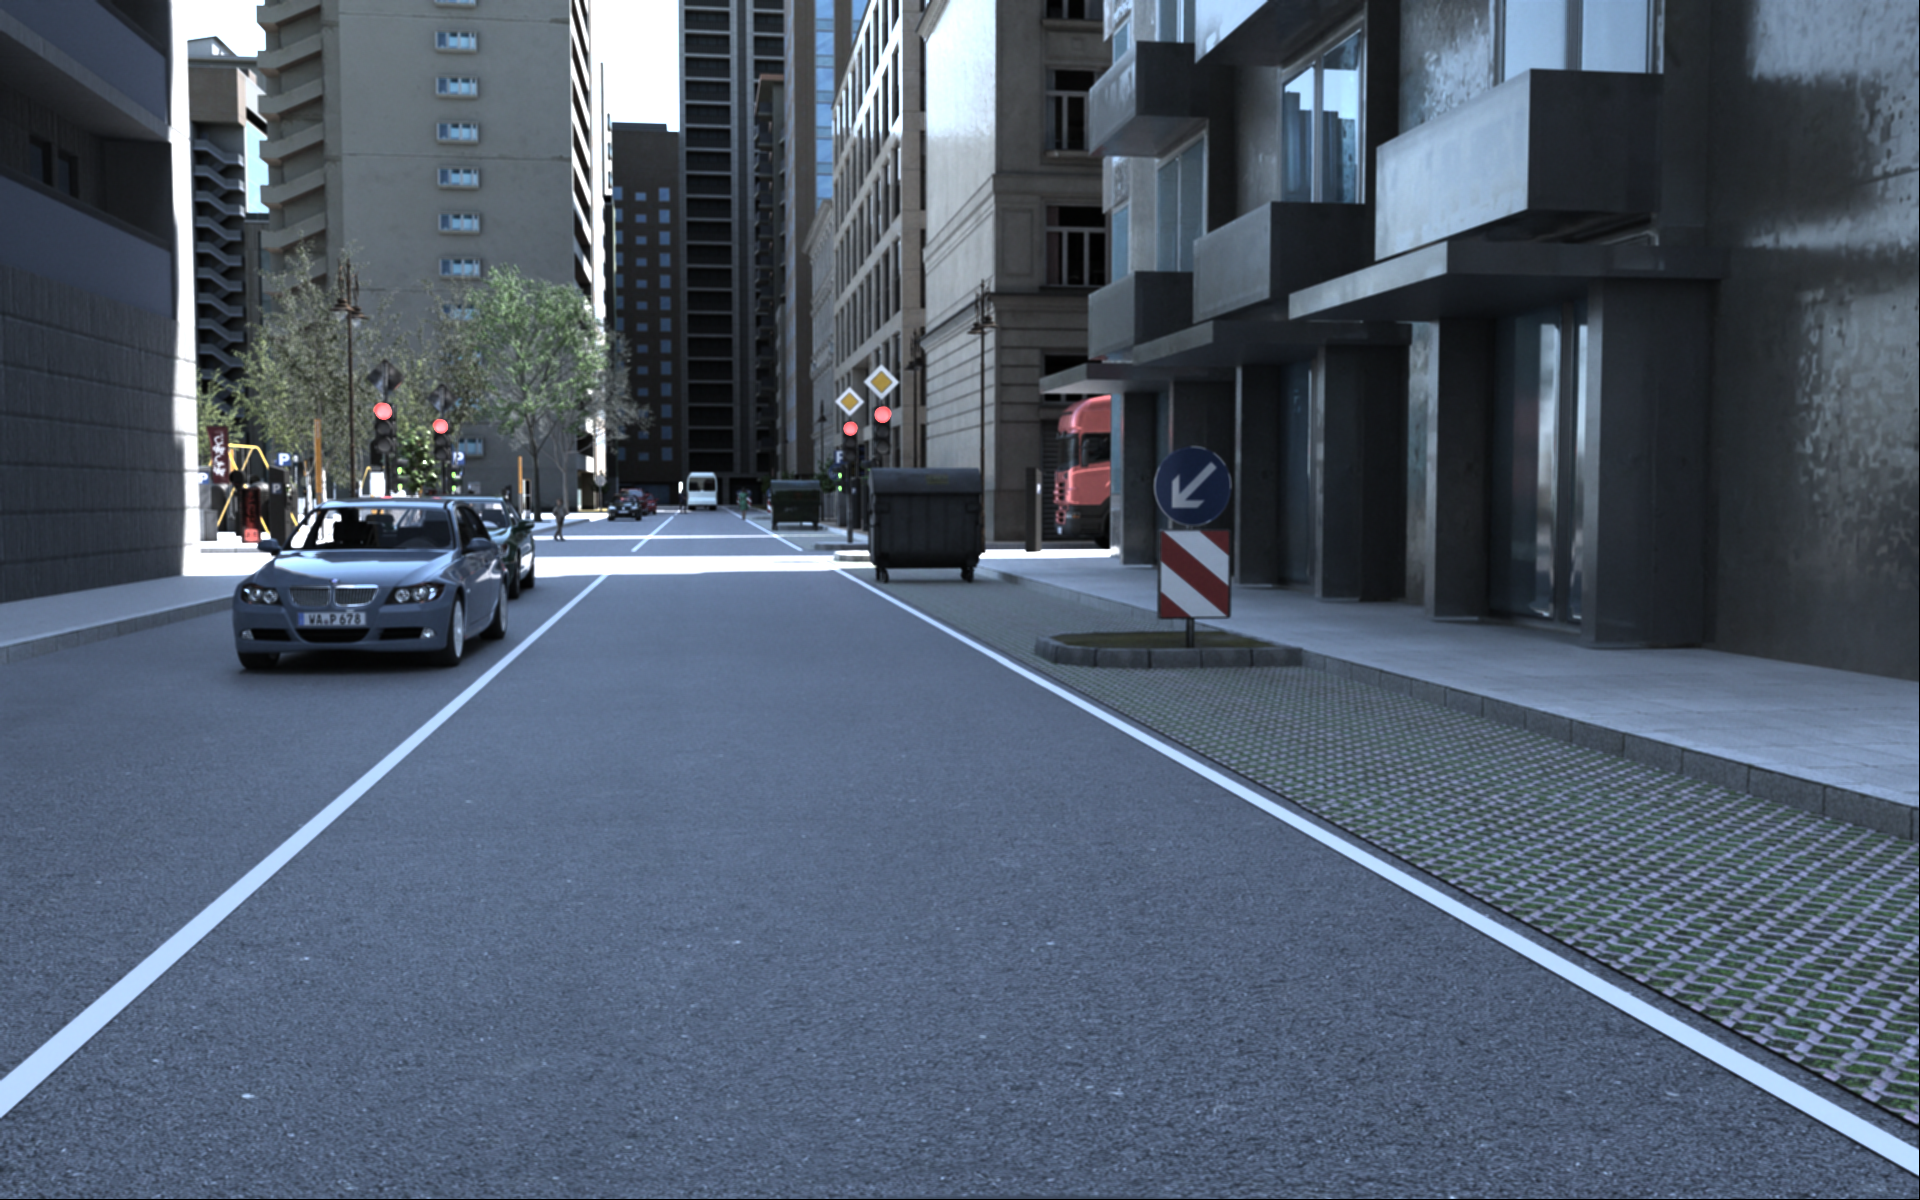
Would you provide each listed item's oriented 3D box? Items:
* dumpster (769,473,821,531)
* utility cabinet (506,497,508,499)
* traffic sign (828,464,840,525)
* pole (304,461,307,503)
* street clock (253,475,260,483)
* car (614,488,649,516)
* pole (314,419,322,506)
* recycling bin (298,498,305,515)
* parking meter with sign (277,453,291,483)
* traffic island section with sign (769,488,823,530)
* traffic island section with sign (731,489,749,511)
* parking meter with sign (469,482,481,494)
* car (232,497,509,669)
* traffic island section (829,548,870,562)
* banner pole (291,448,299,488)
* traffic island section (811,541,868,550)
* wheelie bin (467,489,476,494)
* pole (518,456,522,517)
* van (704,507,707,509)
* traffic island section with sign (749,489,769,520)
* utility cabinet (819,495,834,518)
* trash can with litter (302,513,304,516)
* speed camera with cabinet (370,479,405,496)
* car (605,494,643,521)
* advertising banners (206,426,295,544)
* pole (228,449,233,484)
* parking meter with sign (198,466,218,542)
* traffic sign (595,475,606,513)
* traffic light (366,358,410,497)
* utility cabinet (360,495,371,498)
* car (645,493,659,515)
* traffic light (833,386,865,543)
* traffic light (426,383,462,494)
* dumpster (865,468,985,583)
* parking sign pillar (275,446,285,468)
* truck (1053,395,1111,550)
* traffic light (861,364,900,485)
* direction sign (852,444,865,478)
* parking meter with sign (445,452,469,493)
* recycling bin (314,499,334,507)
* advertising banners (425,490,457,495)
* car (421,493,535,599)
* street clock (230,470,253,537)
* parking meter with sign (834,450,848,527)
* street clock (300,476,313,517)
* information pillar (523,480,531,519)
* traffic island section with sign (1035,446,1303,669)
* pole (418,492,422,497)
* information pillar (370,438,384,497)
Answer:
[{"bbox_3d":[-6.440,-3.828,67.536,1.985,2.255,1.502,-1,4,-10],"label":"dumpster"},{"bbox_3d":[-14.883,-2.723,55.686,0.306,1.237,1.020,1,4,12],"label":"utility cabinet"},{"bbox_3d":[-5.016,-4.334,70.966,0.768,2.556,0.104,0,4,-3],"label":"traffic sign"},{"bbox_3d":[-39.954,-6.844,105.744,0.158,3.312,0.155,0,3,0],"label":"pole"},{"bbox_3d":[-27.006,-3.770,66.211,0.358,2.002,0.471,3,4,37],"label":"street clock"},{"bbox_3d":[-21.772,-6.498,114.915,2.281,1.827,5.304,-1,4,-8],"label":"car"},{"bbox_3d":[-17.509,-3.268,47.278,0.158,3.312,0.155,0,3,0],"label":"pole"},{"bbox_3d":[-40.558,-5.733,106.284,0.722,1.027,0.722,-1,4,-14],"label":"recycling bin"},{"bbox_3d":[-28.355,-4.677,72.732,0.543,3.016,1.738,-1,4,-21],"label":"parking meter with sign"},{"bbox_3d":[-6.582,-3.761,70.123,1.989,1.847,2.006,-1,4,-9],"label":"traffic island section with sign"},{"bbox_3d":[-18.046,-8.408,146.105,1.989,1.847,2.006,-1,4,-9],"label":"traffic island section with sign"},{"bbox_3d":[-31.228,-7.048,111.495,1.738,3.016,0.543,-2,4,-33],"label":"parking meter with sign"},{"bbox_3d":[-5.220,-0.233,15.810,2.014,1.417,4.499,0,4,-7],"label":"car"},{"bbox_3d":[-1.674,-0.934,37.558,2.009,0.180,2.903,-1,4,-9],"label":"traffic island section"},{"bbox_3d":[-35.644,-6.286,92.786,0.401,3.779,0.863,1,4,9],"label":"banner pole"},{"bbox_3d":[-2.865,-1.417,45.454,2.009,0.180,2.903,-1,4,-9],"label":"traffic island section"},{"bbox_3d":[-29.269,-5.848,103.524,0.693,1.594,0.980,-1,4,-19],"label":"wheelie bin"},{"bbox_3d":[-23.716,-6.089,93.403,0.158,3.312,0.155,0,3,0],"label":"pole"},{"bbox_3d":[-26.124,-10.152,172.999,2.013,2.044,4.112,-1,4,-8],"label":"van"},{"bbox_3d":[-10.602,-5.391,96.778,1.989,1.847,2.006,-1,4,-9],"label":"traffic island section with sign"},{"bbox_3d":[-7.325,-5.047,93.687,1.020,1.237,0.306,-2,4,-31],"label":"utility cabinet"},{"bbox_3d":[-38.655,-5.666,103.693,2.233,1.210,1.678,-1,4,-11],"label":"trash can with litter"},{"bbox_3d":[-33.707,-6.586,102.011,2.038,3.252,0.660,1,4,17],"label":"speed camera with cabinet"},{"bbox_3d":[-18.158,-5.139,93.804,2.009,1.686,4.222,-1,4,-9],"label":"car"},{"bbox_3d":[-18.332,-2.973,44.793,2.074,3.025,0.090,-2,4,-27],"label":"advertising banners"},{"bbox_3d":[-33.135,-5.194,78.763,0.158,3.312,0.155,0,3,0],"label":"pole"},{"bbox_3d":[-20.684,-3.102,46.972,1.738,3.016,0.543,3,5,43],"label":"parking meter with sign"},{"bbox_3d":[-23.994,-7.061,115.545,0.768,2.556,0.104,0,4,1],"label":"traffic sign"},{"bbox_3d":[-11.860,-2.873,35.898,0.839,4.253,0.868,-1,4,-9],"label":"traffic light"},{"bbox_3d":[-26.220,-4.043,77.266,1.020,1.237,0.306,1,4,9],"label":"utility cabinet"},{"bbox_3d":[-22.258,-6.888,121.664,2.155,1.783,4.494,-1,4,-10],"label":"car"},{"bbox_3d":[-2.906,-3.450,45.334,0.839,4.253,0.868,-1,4,-9],"label":"traffic light"},{"bbox_3d":[-13.051,-3.356,43.794,0.839,4.253,0.868,-1,4,-9],"label":"traffic light"},{"bbox_3d":[-0.588,-1.227,28.272,1.865,1.857,1.264,0,4,-8],"label":"dumpster"},{"bbox_3d":[-38.169,-6.650,97.198,1.447,3.967,1.447,-1,4,-12],"label":"parking sign pillar"},{"bbox_3d":[7.385,-3.328,43.332,11.283,4.237,2.839,0,4,-7],"label":"truck"},{"bbox_3d":[-1.716,-2.967,37.438,0.839,4.253,0.868,-1,4,-9],"label":"traffic light"},{"bbox_3d":[-4.704,-5.315,78.894,0.876,3.537,0.379,-3,4,-36],"label":"direction sign"},{"bbox_3d":[-20.620,-4.529,70.309,0.543,3.016,1.738,0,4,4],"label":"parking meter with sign"},{"bbox_3d":[-32.340,-4.617,88.039,0.722,1.027,0.722,3,4,37],"label":"recycling bin"},{"bbox_3d":[-18.708,-3.983,61.306,2.074,3.025,0.090,1,4,19],"label":"advertising banners"},{"bbox_3d":[-7.186,-0.807,24.994,2.131,1.459,4.920,-1,4,-10],"label":"car"},{"bbox_3d":[-21.717,-2.911,52.168,0.471,2.002,0.358,1,4,9],"label":"street clock"},{"bbox_3d":[-4.615,-4.396,68.137,0.543,3.016,1.738,0,4,-8],"label":"parking meter with sign"},{"bbox_3d":[-26.183,-3.966,69.422,0.471,2.002,0.358,1,4,22],"label":"street clock"},{"bbox_3d":[-22.119,-5.136,88.462,0.304,2.012,0.304,-2,4,-33],"label":"information pillar"},{"bbox_3d":[1.712,-0.395,15.094,1.989,1.847,2.006,-1,4,-9],"label":"traffic island section with sign"},{"bbox_3d":[-20.585,-4.415,66.022,0.158,3.312,0.155,0,3,0],"label":"pole"},{"bbox_3d":[-22.219,-4.568,66.042,0.504,3.616,0.183,1,4,9],"label":"information pillar"}]
